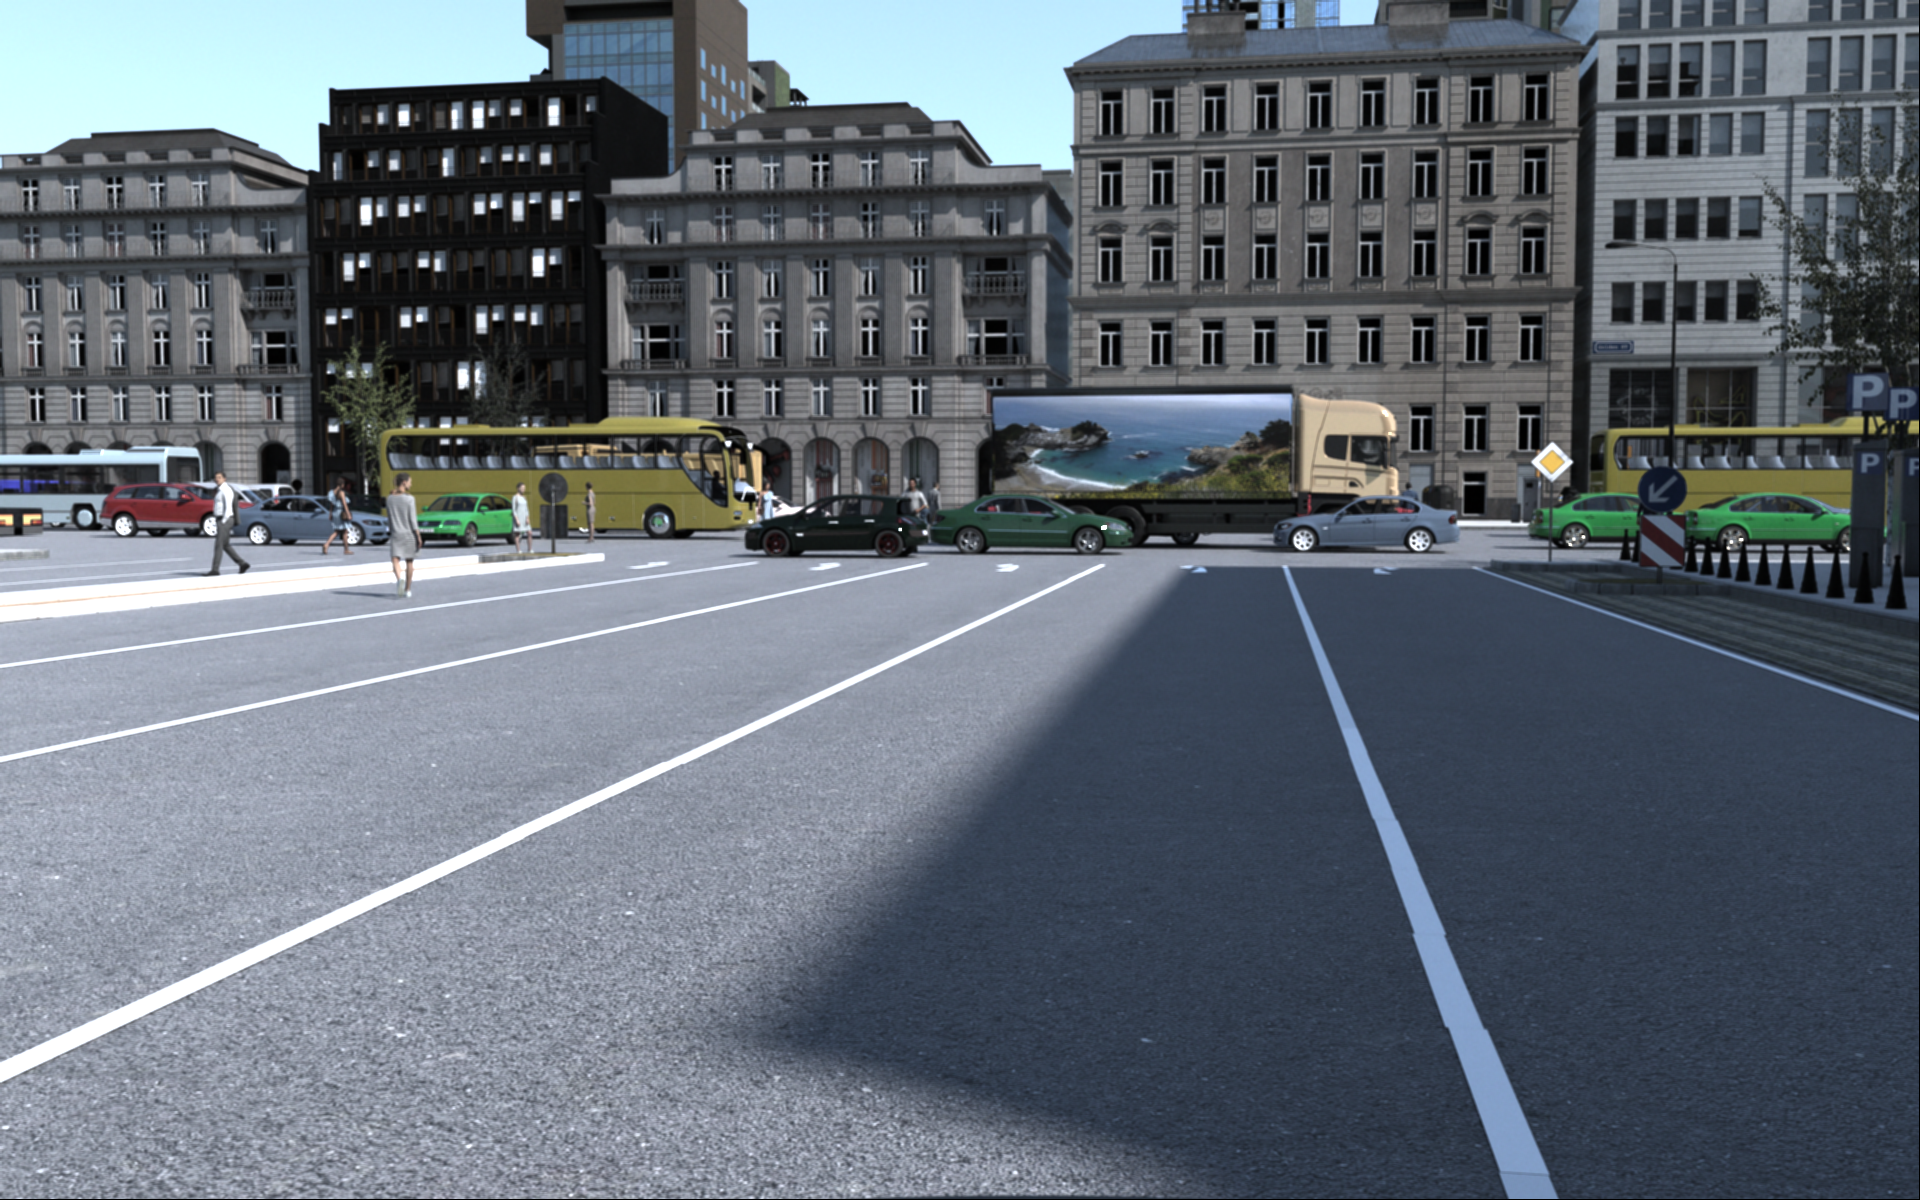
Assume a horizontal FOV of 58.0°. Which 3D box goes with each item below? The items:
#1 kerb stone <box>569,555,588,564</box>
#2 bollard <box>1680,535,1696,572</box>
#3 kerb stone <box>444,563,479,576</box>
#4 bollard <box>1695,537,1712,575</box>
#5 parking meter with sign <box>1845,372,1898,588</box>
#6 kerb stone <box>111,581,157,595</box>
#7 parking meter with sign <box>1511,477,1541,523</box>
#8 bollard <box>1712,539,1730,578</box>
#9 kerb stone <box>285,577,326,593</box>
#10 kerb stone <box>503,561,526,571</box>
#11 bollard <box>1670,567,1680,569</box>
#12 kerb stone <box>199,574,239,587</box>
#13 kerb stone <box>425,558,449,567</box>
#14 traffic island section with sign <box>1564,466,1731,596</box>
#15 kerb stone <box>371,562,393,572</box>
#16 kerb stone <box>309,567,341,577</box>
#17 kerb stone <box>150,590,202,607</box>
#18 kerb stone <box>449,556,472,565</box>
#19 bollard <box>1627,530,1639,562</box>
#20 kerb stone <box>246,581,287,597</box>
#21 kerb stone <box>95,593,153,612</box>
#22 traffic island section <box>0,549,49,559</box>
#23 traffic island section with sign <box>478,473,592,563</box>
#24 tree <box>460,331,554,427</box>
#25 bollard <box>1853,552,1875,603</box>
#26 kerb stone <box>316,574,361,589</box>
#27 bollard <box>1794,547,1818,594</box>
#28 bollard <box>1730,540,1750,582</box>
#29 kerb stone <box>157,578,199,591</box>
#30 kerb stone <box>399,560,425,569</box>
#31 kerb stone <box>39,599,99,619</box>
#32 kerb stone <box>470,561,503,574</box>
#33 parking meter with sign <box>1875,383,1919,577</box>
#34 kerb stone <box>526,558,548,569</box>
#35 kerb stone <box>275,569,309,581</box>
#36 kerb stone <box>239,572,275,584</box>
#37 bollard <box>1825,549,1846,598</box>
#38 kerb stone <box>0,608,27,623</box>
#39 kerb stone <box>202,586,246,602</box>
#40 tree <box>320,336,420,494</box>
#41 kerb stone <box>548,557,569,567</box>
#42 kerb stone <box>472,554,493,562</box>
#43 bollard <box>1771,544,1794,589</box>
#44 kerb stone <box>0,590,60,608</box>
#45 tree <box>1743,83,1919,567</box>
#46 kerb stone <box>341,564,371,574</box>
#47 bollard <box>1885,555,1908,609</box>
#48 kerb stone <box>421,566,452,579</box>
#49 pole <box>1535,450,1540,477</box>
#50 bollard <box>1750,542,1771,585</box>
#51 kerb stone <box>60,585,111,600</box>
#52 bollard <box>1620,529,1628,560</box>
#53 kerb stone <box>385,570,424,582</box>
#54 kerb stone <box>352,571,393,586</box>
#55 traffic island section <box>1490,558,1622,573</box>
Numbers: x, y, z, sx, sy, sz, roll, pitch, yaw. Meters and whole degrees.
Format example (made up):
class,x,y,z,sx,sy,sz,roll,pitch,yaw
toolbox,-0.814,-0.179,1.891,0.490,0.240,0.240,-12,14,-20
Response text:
class,x,y,z,sx,sy,sz,roll,pitch,yaw
kerb stone,-7.959,-0.816,35.659,0.120,0.150,1.000,1,4,10
bollard,12.050,-0.763,28.519,0.229,0.601,0.229,0,3,0
kerb stone,-8.826,-0.513,30.584,0.120,0.150,1.000,1,4,10
bollard,11.873,-0.701,27.508,0.229,0.601,0.229,0,3,0
parking meter with sign,12.700,-1.713,24.263,0.543,3.016,1.738,2,4,26
kerb stone,-11.927,-0.162,24.847,0.120,0.150,1.000,1,4,10
parking meter with sign,25.518,-4.955,77.268,1.738,3.016,0.543,2,4,32
bollard,11.700,-0.639,26.496,0.229,0.601,0.229,0,3,0
kerb stone,-9.696,-0.201,25.487,0.120,0.150,1.000,1,4,10
kerb stone,-8.476,-0.637,32.612,0.120,0.150,1.000,1,4,10
bollard,12.227,-0.826,29.542,0.229,0.601,0.229,0,3,0
kerb stone,-11.583,-0.287,26.884,0.120,0.150,1.000,1,4,10
kerb stone,-10.364,-0.718,34.003,0.120,0.150,1.000,1,4,10
traffic island section with sign,9.955,-1.018,25.280,1.989,1.847,2.006,1,4,10
kerb stone,-10.717,-0.596,31.970,0.120,0.150,1.000,1,4,10
kerb stone,-11.066,-0.473,29.938,0.120,0.150,1.000,1,4,10
kerb stone,-10.217,-0.015,22.447,0.120,0.150,1.000,1,4,10
kerb stone,-10.198,-0.784,35.017,0.120,0.150,1.000,1,4,10
bollard,12.746,-1.012,32.580,0.229,0.601,0.229,0,3,0
kerb stone,-9.872,-0.139,24.475,0.120,0.150,1.000,1,4,10
kerb stone,-10.389,0.049,21.430,0.120,0.150,1.000,1,4,10
traffic island section,-21.817,-0.998,38.600,2.009,0.180,2.903,1,4,10
traffic island section with sign,-8.840,-1.742,36.625,2.006,1.907,1.989,1,4,10
tree,-21.035,-7.895,79.452,4.360,8.622,3.978,0,3,0
bollard,10.659,-0.267,20.405,0.229,0.601,0.229,0,3,0
kerb stone,-9.525,-0.264,26.506,0.120,0.150,1.000,1,4,10
bollard,11.004,-0.391,22.429,0.229,0.601,0.229,0,3,0
bollard,11.523,-0.577,25.475,0.229,0.601,0.229,0,3,0
kerb stone,-11.767,-0.225,25.873,0.120,0.150,1.000,1,4,10
kerb stone,-10.538,-0.660,32.989,0.120,0.150,1.000,1,4,10
kerb stone,-10.563,0.117,20.417,0.120,0.150,1.000,1,4,10
kerb stone,-8.650,-0.575,31.597,0.120,0.150,1.000,1,4,10
parking meter with sign,15.059,-1.907,27.447,0.543,3.016,1.738,1,4,18
kerb stone,-8.305,-0.690,33.626,0.120,0.150,1.000,1,4,10
kerb stone,-11.237,-0.411,28.915,0.120,0.150,1.000,1,4,10
kerb stone,-11.417,-0.349,27.899,0.120,0.150,1.000,1,4,10
bollard,10.833,-0.329,21.417,0.229,0.601,0.229,0,3,0
kerb stone,-10.742,0.171,19.396,0.120,0.150,1.000,1,4,10
kerb stone,-10.044,-0.071,23.461,0.120,0.150,1.000,1,4,10
tree,-27.838,-8.036,81.745,4.737,8.622,4.395,0,3,0
kerb stone,-8.134,-0.761,34.645,0.120,0.150,1.000,1,4,10
kerb stone,-10.016,-0.847,36.038,0.120,0.150,1.000,1,4,10
bollard,11.179,-0.453,23.442,0.229,0.601,0.229,0,3,0
kerb stone,-12.288,-0.033,22.815,0.120,0.150,1.000,1,4,10
tree,16.238,-4.899,30.453,4.360,8.622,3.978,0,3,0
kerb stone,-10.885,-0.524,30.950,0.120,0.150,1.000,1,4,10
bollard,10.486,-0.204,19.383,0.229,0.601,0.229,0,3,0
kerb stone,-8.999,-0.449,29.570,0.120,0.150,1.000,1,4,10
pole,26.695,-5.273,80.058,0.158,3.312,0.155,0,3,0
bollard,11.350,-0.515,24.459,0.229,0.601,0.229,0,3,0
kerb stone,-12.104,-0.100,23.832,0.120,0.150,1.000,1,4,10
bollard,12.921,-1.074,33.604,0.229,0.601,0.229,0,3,0
kerb stone,-9.170,-0.386,28.547,0.120,0.150,1.000,1,4,10
kerb stone,-9.351,-0.322,27.528,0.120,0.150,1.000,1,4,10
traffic island section,11.245,-0.653,32.957,2.009,0.180,2.903,1,4,10
